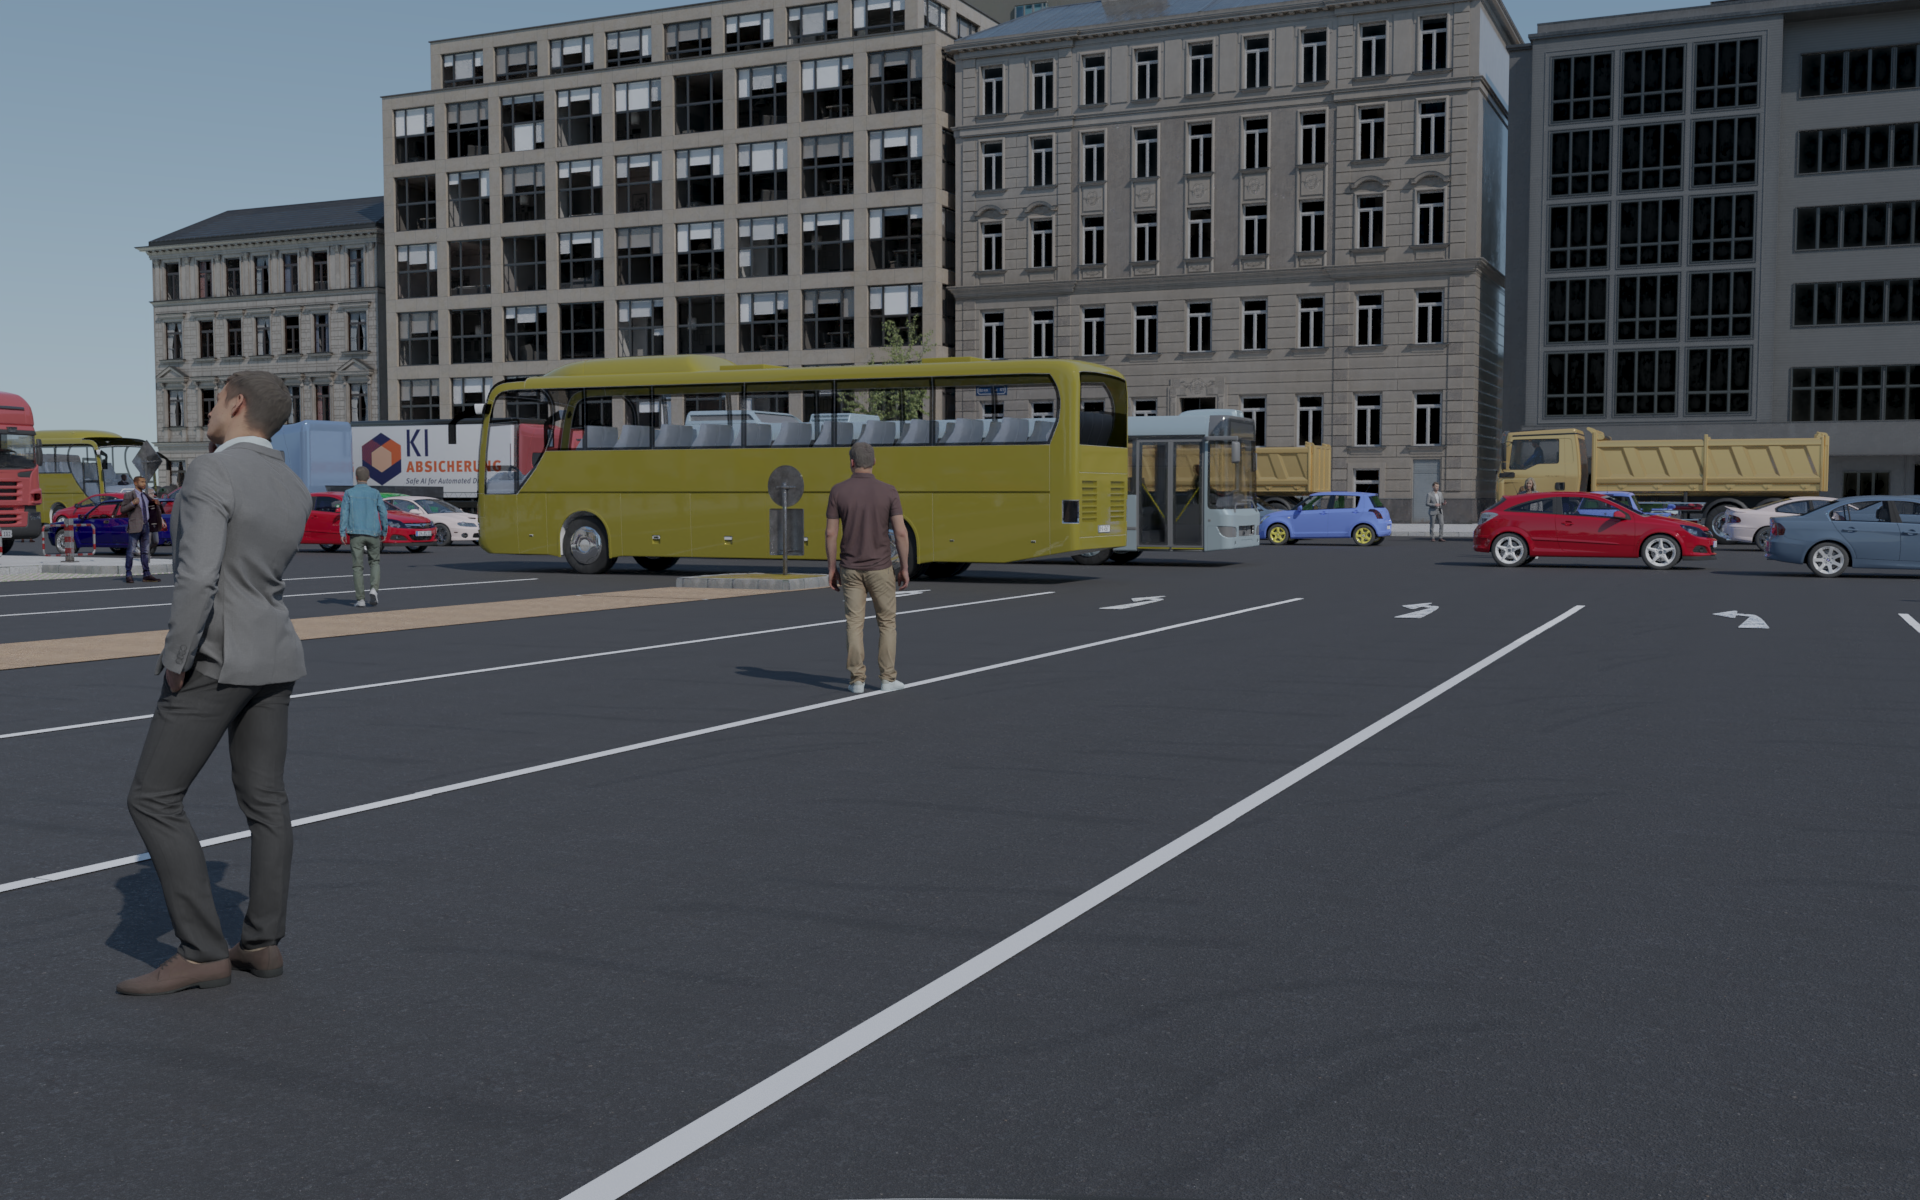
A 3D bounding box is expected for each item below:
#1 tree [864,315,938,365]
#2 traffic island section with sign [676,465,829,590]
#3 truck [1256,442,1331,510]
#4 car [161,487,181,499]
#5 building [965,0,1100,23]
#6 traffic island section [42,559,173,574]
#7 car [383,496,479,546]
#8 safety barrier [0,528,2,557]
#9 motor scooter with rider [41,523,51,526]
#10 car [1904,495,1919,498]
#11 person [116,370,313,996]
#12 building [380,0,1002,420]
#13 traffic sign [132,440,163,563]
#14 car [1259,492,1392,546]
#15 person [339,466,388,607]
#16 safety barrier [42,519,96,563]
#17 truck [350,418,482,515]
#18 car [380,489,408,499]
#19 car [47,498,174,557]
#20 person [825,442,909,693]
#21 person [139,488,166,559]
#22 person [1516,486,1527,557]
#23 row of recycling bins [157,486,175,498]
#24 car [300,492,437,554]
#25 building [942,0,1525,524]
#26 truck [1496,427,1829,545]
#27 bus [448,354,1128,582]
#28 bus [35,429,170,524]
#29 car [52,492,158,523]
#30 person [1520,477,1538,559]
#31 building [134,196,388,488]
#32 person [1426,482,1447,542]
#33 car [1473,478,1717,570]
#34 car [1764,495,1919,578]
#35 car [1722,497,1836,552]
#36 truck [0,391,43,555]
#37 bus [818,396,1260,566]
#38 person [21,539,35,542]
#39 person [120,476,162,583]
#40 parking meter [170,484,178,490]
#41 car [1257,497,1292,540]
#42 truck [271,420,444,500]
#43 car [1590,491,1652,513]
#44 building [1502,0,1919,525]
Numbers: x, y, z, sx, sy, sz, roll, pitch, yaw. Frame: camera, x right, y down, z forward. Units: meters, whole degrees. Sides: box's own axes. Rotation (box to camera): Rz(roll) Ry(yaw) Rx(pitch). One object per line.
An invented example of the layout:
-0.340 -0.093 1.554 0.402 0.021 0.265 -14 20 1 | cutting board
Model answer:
-2.735 -7.376 70.966 4.737 8.622 4.395 0 3 0 | tree
-3.014 -1.146 26.868 2.006 1.907 1.989 2 4 25 | traffic island section with sign
7.715 -3.920 60.010 9.791 3.379 3.469 2 4 25 | truck
-20.881 -2.435 48.483 5.304 1.827 2.281 2 4 27 | car
7.000 -31.711 142.183 21.300 48.544 21.600 2 4 25 | building
-15.112 -0.608 32.223 2.009 0.180 2.903 2 4 25 | traffic island section
-15.203 -2.233 48.864 4.827 1.381 2.083 2 4 24 | car
-17.538 -1.009 30.764 0.300 0.817 1.120 2 4 25 | safety barrier
-39.331 -4.040 75.027 1.986 1.779 0.876 2 4 24 | motor scooter with rider
22.645 -1.718 40.099 4.499 1.417 2.014 2 4 25 | car
-2.187 0.218 5.114 0.473 1.802 0.592 2 4 27 | person
-12.513 -17.946 97.931 34.151 26.468 19.350 2 4 25 | building
-15.087 -1.744 32.150 0.795 2.450 0.064 2 4 25 | traffic sign
10.218 -2.390 48.668 3.694 1.707 1.945 2 4 24 | car
-7.558 -0.803 21.968 0.601 1.785 0.444 -2 4 -24 | person
-16.722 -1.115 32.512 0.300 0.817 1.120 2 4 25 | safety barrier
-17.868 -4.678 65.399 11.283 4.237 2.839 2 4 25 | truck
-18.987 -2.890 56.045 4.718 1.807 1.959 2 4 25 | car
-19.640 -1.736 40.961 3.894 1.354 1.945 2 4 24 | car
-0.665 -0.242 12.591 0.598 1.807 0.434 1 4 9 | person
-16.980 -1.566 36.308 0.569 1.553 0.471 -3 5 -42 | person
12.703 -1.783 39.362 0.444 1.614 0.593 0 4 7 | person
-40.252 -4.832 86.114 3.534 1.692 1.069 2 4 29 | row of recycling bins
-14.947 -2.053 42.607 4.494 1.783 2.155 2 4 23 | car
13.076 -17.458 82.698 25.104 27.353 12.463 2 4 25 | building
19.980 -3.360 50.866 9.791 3.379 3.469 2 4 25 | truck
-3.232 -2.380 30.466 12.252 3.916 2.896 2 4 25 | bus
-36.428 -4.663 67.792 12.252 3.916 2.896 2 4 25 | bus
-29.563 -3.135 60.294 4.494 1.783 2.155 1 4 23 | car
12.605 -1.800 38.107 0.709 1.800 0.728 3 5 39 | person
-39.235 -14.786 106.383 19.286 19.102 10.561 2 4 25 | building
14.344 -2.652 52.067 0.606 1.804 0.583 -1 4 -22 | person
12.400 -1.523 33.946 4.494 1.783 2.155 2 4 25 | car
16.317 -1.089 29.803 4.499 1.417 2.014 2 4 24 | car
21.653 -1.886 43.196 4.827 1.381 2.083 2 4 24 | car
-26.220 -3.188 41.044 11.283 4.237 2.839 2 4 23 | truck
0.446 -2.564 36.786 13.247 3.499 2.948 1 4 23 | bus
-27.733 -2.531 51.335 0.517 1.644 0.566 2 4 25 | person
-13.232 -1.144 28.024 0.431 1.722 0.655 2 4 24 | person
-45.418 -5.773 100.105 0.255 1.863 0.399 2 4 31 | parking meter
9.106 -2.625 54.914 4.499 1.417 2.014 1 4 23 | car
-17.982 -4.362 61.084 18.799 4.110 2.967 2 4 26 | truck
16.427 -2.091 43.780 1.945 1.707 3.694 2 4 24 | car
39.022 -15.487 72.282 30.058 24.678 14.314 2 4 25 | building
